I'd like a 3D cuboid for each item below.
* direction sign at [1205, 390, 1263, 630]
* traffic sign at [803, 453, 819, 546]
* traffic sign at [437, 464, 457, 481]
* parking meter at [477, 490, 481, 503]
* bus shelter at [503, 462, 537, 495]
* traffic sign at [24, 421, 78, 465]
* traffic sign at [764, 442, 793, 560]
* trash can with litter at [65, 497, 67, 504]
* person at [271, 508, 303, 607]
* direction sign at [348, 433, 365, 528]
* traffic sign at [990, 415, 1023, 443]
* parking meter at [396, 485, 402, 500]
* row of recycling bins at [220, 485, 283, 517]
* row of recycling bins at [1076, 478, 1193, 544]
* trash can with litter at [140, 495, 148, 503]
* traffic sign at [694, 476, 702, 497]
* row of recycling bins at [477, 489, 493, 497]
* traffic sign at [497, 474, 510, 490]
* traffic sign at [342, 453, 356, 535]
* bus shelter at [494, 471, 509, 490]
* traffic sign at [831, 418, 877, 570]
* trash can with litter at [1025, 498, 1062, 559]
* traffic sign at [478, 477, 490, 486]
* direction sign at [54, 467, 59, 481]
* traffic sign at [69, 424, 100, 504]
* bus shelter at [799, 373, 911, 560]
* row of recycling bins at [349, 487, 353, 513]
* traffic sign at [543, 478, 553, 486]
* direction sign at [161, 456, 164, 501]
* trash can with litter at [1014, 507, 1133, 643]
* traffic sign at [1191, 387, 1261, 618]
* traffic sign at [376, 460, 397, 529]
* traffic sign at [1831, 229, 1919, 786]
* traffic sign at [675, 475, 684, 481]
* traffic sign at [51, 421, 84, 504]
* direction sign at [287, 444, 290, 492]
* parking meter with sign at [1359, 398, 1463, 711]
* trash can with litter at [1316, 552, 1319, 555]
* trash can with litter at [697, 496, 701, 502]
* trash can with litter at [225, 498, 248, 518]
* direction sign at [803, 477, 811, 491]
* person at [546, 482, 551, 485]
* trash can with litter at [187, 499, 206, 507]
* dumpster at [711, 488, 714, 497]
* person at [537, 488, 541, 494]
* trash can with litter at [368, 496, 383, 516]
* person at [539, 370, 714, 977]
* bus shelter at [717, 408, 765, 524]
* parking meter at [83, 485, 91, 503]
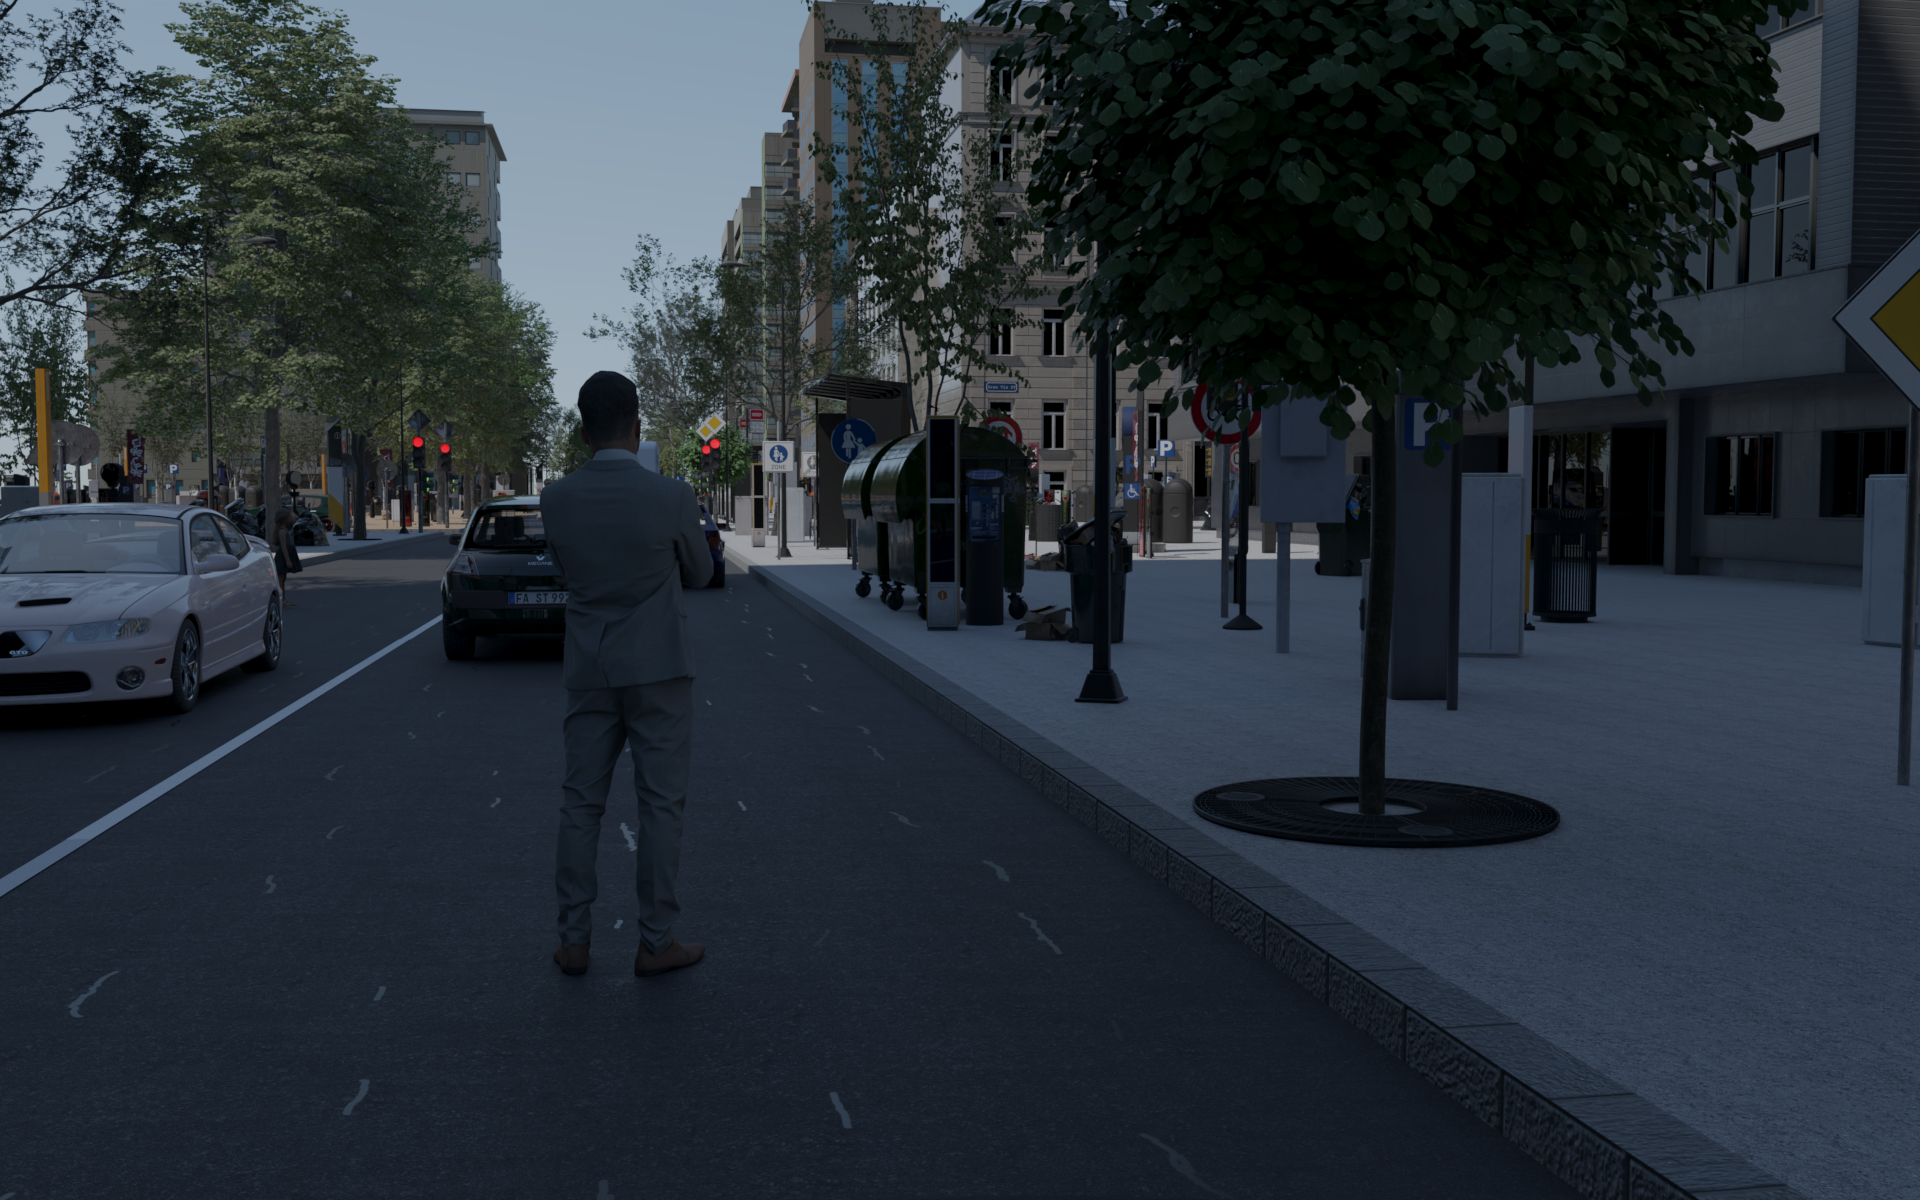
[{"bbox_3d":[2.688,-1.491,16.370,0.876,3.537,0.379,-2,4,-29],"label":"direction sign"},{"bbox_3d":[-3.570,-2.469,42.498,0.606,2.300,0.079,0,4,-3],"label":"traffic sign"},{"bbox_3d":[-20.280,-4.183,68.496,0.768,2.556,0.104,-1,4,-9],"label":"traffic sign"},{"bbox_3d":[-29.682,-6.013,106.725,0.372,1.533,0.369,0,3,0],"label":"parking meter"},{"bbox_3d":[-29.517,-8.415,115.221,2.179,5.291,8.768,-1,4,-10],"label":"bus shelter"},{"bbox_3d":[-15.994,-1.865,30.490,0.884,2.594,0.081,0,4,-6],"label":"traffic sign"},{"bbox_3d":[-3.524,-1.929,33.674,0.606,2.300,0.079,-1,4,-10],"label":"traffic sign"},{"bbox_3d":[-36.480,-3.728,72.013,2.233,1.210,1.678,-3,4,-37],"label":"trash can with litter"},{"bbox_3d":[-8.563,-0.542,22.024,0.373,1.253,0.362,-1,4,-12],"label":"person"},{"bbox_3d":[-22.644,-4.444,64.651,0.876,3.537,0.379,0,4,0],"label":"direction sign"},{"bbox_3d":[0.615,-1.687,27.681,0.768,2.556,0.104,0,4,-7],"label":"traffic sign"},{"bbox_3d":[-36.966,-6.637,114.218,0.255,1.863,0.399,2,4,31],"label":"parking meter"},{"bbox_3d":[-33.902,-4.610,82.487,3.534,1.692,1.069,1,4,11],"label":"row of recycling bins"},{"bbox_3d":[4.761,-2.386,46.121,1.069,1.692,3.534,-3,5,-41],"label":"row of recycling bins"},{"bbox_3d":[-55.601,-6.498,117.293,2.233,1.210,1.678,0,4,-3],"label":"trash can with litter"},{"bbox_3d":[-12.949,-5.299,86.748,0.768,2.556,0.104,0,4,-8],"label":"traffic sign"},{"bbox_3d":[-35.963,-7.753,133.867,3.534,1.692,1.069,-1,4,-9],"label":"row of recycling bins"},{"bbox_3d":[-28.254,-6.555,107.285,0.768,2.556,0.104,0,4,-6],"label":"traffic sign"},{"bbox_3d":[-19.047,-3.273,53.618,0.768,2.556,0.104,0,4,-3],"label":"traffic sign"},{"bbox_3d":[-33.803,-8.281,129.317,2.014,3.302,5.546,-1,4,-10],"label":"bus shelter"},{"bbox_3d":[-1.788,-1.782,29.243,0.768,2.556,0.104,0,4,-4],"label":"traffic sign"},{"bbox_3d":[1.389,-1.417,34.233,2.233,1.210,1.678,1,4,13],"label":"trash can with litter"},{"bbox_3d":[-34.110,-7.587,124.149,0.768,2.556,0.104,-1,4,-10],"label":"traffic sign"},{"bbox_3d":[-55.746,-7.001,106.459,0.876,3.537,0.379,1,4,11],"label":"direction sign"},{"bbox_3d":[-16.034,-1.920,31.502,0.768,2.556,0.104,-1,4,-9],"label":"traffic sign"},{"bbox_3d":[-2.274,-2.795,36.974,1.731,3.624,6.357,-1,4,-10],"label":"bus shelter"},{"bbox_3d":[-36.606,-5.879,103.230,1.069,1.692,3.534,-1,4,-16],"label":"row of recycling bins"},{"bbox_3d":[-33.046,-8.495,139.002,0.768,2.556,0.104,0,4,-2],"label":"traffic sign"},{"bbox_3d":[-47.701,-6.828,103.629,0.379,3.537,0.876,-2,4,-26],"label":"direction sign"},{"bbox_3d":[0.968,-0.224,15.058,1.055,1.170,0.624,2,4,32],"label":"trash can with litter"},{"bbox_3d":[2.750,-1.090,17.922,0.768,2.556,0.104,0,4,-2],"label":"traffic sign"},{"bbox_3d":[-21.280,-3.925,64.283,0.768,2.556,0.104,0,4,-2],"label":"traffic sign"},{"bbox_3d":[4.158,-0.390,7.566,0.795,2.450,0.064,0,4,-2],"label":"traffic sign"},{"bbox_3d":[-19.122,-7.214,118.052,0.768,2.556,0.104,-1,4,-9],"label":"traffic sign"},{"bbox_3d":[-15.574,-1.831,30.037,0.768,2.556,0.104,0,4,-3],"label":"traffic sign"},{"bbox_3d":[-30.353,-5.282,78.357,0.379,3.537,0.876,-1,4,-15],"label":"direction sign"},{"bbox_3d":[2.918,-0.903,11.020,0.543,3.016,1.738,0,4,0],"label":"parking meter with sign"},{"bbox_3d":[7.678,-1.423,34.655,1.055,1.170,0.624,1,4,21],"label":"trash can with litter"},{"bbox_3d":[-15.366,-5.427,100.121,1.055,1.170,0.624,0,4,-8],"label":"trash can with litter"},{"bbox_3d":[-21.955,-2.480,51.927,1.055,1.170,0.624,-3,4,-37],"label":"trash can with litter"},{"bbox_3d":[-11.543,-8.543,131.669,0.876,3.537,0.379,-3,4,-37],"label":"direction sign"},{"bbox_3d":[-13.119,-2.846,55.215,0.466,1.800,0.511,-1,4,-14],"label":"person"},{"bbox_3d":[-16.275,-1.519,36.228,1.055,1.170,0.624,1,4,14],"label":"trash can with litter"},{"bbox_3d":[-20.027,-8.322,138.557,1.502,2.255,1.985,-1,4,-10],"label":"dumpster"},{"bbox_3d":[-23.384,-5.343,96.405,0.362,1.759,0.519,-1,4,-19],"label":"person"},{"bbox_3d":[-34.561,-5.556,102.223,1.055,1.170,0.624,3,4,36],"label":"trash can with litter"},{"bbox_3d":[-1.009,0.207,5.296,0.511,1.800,0.466,0,4,-5],"label":"person"},{"bbox_3d":[-9.793,-6.190,78.831,2.179,5.291,8.768,-1,4,-10],"label":"bus shelter"},{"bbox_3d":[-56.141,-6.465,111.417,0.255,1.863,0.399,3,4,38],"label":"parking meter"}]
